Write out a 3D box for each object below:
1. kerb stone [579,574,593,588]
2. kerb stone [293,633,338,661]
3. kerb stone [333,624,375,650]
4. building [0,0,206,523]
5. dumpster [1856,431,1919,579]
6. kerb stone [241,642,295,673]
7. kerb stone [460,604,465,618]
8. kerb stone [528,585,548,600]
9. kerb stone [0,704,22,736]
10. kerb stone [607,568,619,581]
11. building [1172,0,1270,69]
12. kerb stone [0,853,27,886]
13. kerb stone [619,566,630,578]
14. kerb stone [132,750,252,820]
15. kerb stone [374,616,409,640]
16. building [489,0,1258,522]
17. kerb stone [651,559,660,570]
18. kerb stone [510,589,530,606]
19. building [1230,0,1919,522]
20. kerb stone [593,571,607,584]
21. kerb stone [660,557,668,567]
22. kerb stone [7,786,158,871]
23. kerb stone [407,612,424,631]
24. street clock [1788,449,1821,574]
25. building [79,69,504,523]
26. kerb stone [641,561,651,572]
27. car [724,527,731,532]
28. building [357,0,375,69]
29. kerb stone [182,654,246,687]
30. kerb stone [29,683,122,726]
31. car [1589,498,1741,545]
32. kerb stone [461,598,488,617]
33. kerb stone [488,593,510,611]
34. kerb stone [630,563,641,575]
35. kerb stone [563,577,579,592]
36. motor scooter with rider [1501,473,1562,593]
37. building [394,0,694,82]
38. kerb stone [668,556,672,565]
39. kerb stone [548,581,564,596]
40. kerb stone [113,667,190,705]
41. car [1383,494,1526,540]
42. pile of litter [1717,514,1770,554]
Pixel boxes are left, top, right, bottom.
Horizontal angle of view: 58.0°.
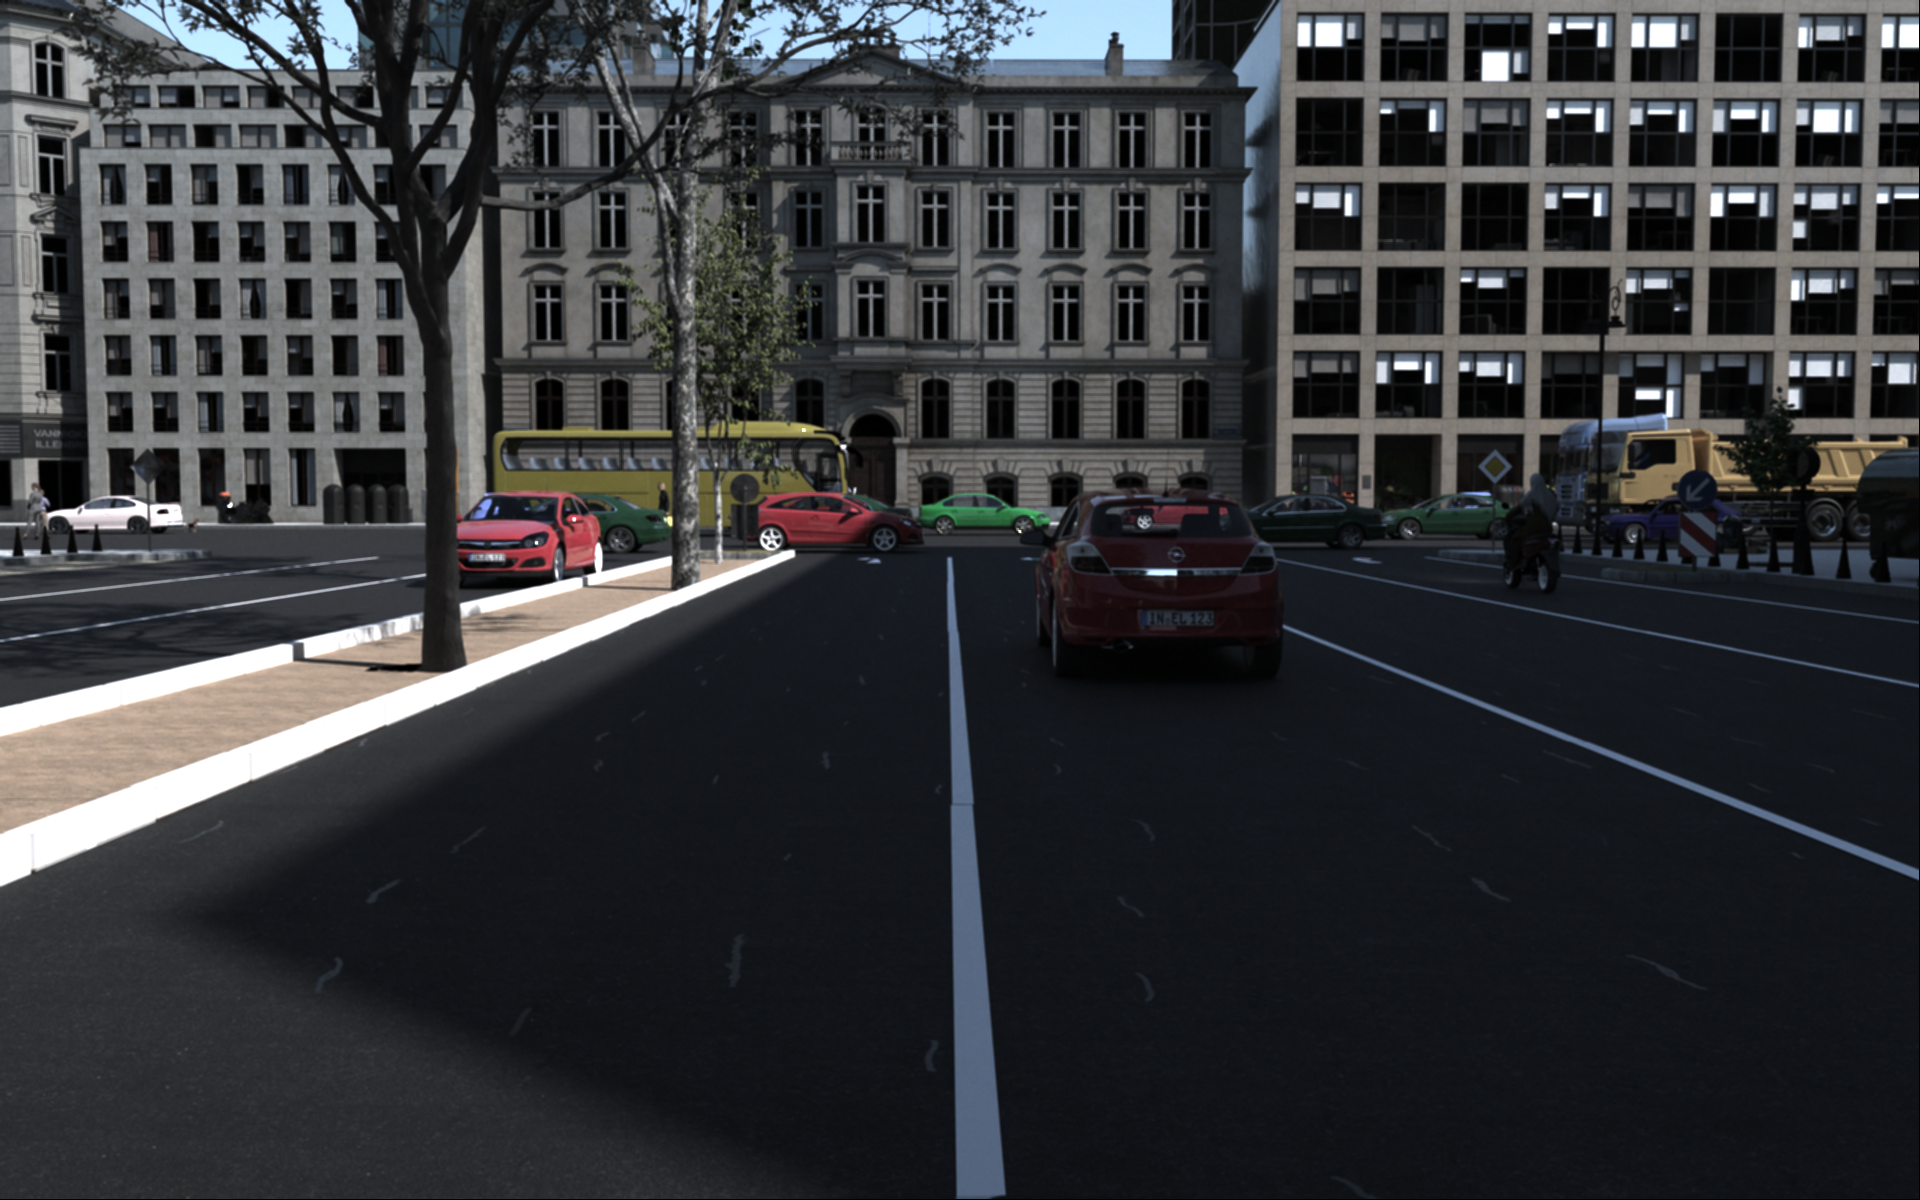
[{"bbox_3d":[-5.838,-0.269,26.600,0.120,0.150,1.000,0,4,0],"label":"kerb stone"},{"bbox_3d":[-5.743,0.424,15.256,0.120,0.150,1.000,0,4,0],"label":"kerb stone"},{"bbox_3d":[-5.751,0.362,16.283,0.120,0.150,1.000,0,4,0],"label":"kerb stone"},{"bbox_3d":[-60.725,-18.794,83.690,44.131,29.872,17.030,0,4,0],"label":"building"},{"bbox_3d":[14.366,-1.400,25.377,1.502,2.255,1.985,0,4,0],"label":"dumpster"},{"bbox_3d":[-5.731,0.488,14.229,0.120,0.150,1.000,0,4,0],"label":"kerb stone"},{"bbox_3d":[-5.769,0.178,19.376,0.120,0.150,1.000,0,4,0],"label":"kerb stone"},{"bbox_3d":[-5.807,-0.080,23.505,0.120,0.150,1.000,0,4,0],"label":"kerb stone"},{"bbox_3d":[-5.703,0.743,10.114,0.120,0.150,1.000,0,4,0],"label":"kerb stone"},{"bbox_3d":[-5.845,-0.393,28.661,0.120,0.150,1.000,0,4,0],"label":"kerb stone"},{"bbox_3d":[28.069,-43.773,153.932,20.563,71.187,20.611,0,4,0],"label":"building"},{"bbox_3d":[-3.561,0.989,6.030,0.120,0.150,1.000,0,4,0],"label":"kerb stone"},{"bbox_3d":[-5.858,-0.456,29.697,0.120,0.150,1.000,0,4,0],"label":"kerb stone"},{"bbox_3d":[-3.586,0.862,8.097,0.120,0.150,1.000,0,4,0],"label":"kerb stone"},{"bbox_3d":[-5.754,0.301,17.322,0.120,0.150,1.000,0,4,0],"label":"kerb stone"},{"bbox_3d":[-4.013,-16.183,83.678,34.723,24.649,14.460,0,4,0],"label":"building"},{"bbox_3d":[-5.879,-0.647,32.781,0.120,0.150,1.000,0,4,0],"label":"kerb stone"},{"bbox_3d":[-5.794,-0.017,22.465,0.120,0.150,1.000,0,4,0],"label":"kerb stone"},{"bbox_3d":[31.060,-17.248,86.515,34.151,26.468,19.350,0,4,0],"label":"building"},{"bbox_3d":[-5.837,-0.332,27.627,0.120,0.150,1.000,0,4,0],"label":"kerb stone"},{"bbox_3d":[-5.886,-0.711,33.815,0.120,0.150,1.000,0,4,0],"label":"kerb stone"},{"bbox_3d":[-3.573,0.928,7.070,0.120,0.150,1.000,0,4,0],"label":"kerb stone"},{"bbox_3d":[-5.762,0.235,18.349,0.120,0.150,1.000,0,4,0],"label":"kerb stone"},{"bbox_3d":[13.545,-1.423,27.841,0.358,2.002,0.471,-1,4,-15],"label":"street clock"},{"bbox_3d":[-30.209,-13.867,81.485,16.860,20.320,10.420,0,4,0],"label":"building"},{"bbox_3d":[-5.863,-0.585,31.754,0.120,0.150,1.000,0,4,0],"label":"kerb stone"},{"bbox_3d":[-7.237,-3.432,65.902,4.222,1.686,2.009,0,4,-1],"label":"car"},{"bbox_3d":[-37.287,-32.379,149.006,23.786,49.044,30.456,0,4,0],"label":"building"},{"bbox_3d":[-5.725,0.550,13.202,0.120,0.150,1.000,0,4,0],"label":"kerb stone"},{"bbox_3d":[-5.707,0.678,11.141,0.120,0.150,1.000,0,4,0],"label":"kerb stone"},{"bbox_3d":[20.164,-2.262,49.566,3.894,1.354,1.945,0,4,-1],"label":"car"},{"bbox_3d":[-5.784,0.110,20.403,0.120,0.150,1.000,0,4,0],"label":"kerb stone"},{"bbox_3d":[-5.792,0.046,21.438,0.120,0.150,1.000,0,4,0],"label":"kerb stone"},{"bbox_3d":[-5.860,-0.522,30.724,0.120,0.150,1.000,0,4,0],"label":"kerb stone"},{"bbox_3d":[-5.825,-0.206,25.559,0.120,0.150,1.000,0,4,0],"label":"kerb stone"},{"bbox_3d":[8.504,-1.022,25.667,0.876,1.779,1.986,0,4,-2],"label":"motor scooter with rider"},{"bbox_3d":[-40.825,-34.303,180.468,30.456,49.044,23.786,0,4,0],"label":"building"},{"bbox_3d":[-5.892,-0.773,34.842,0.120,0.150,1.000,0,4,0],"label":"kerb stone"},{"bbox_3d":[-5.816,-0.137,24.532,0.120,0.150,1.000,0,4,0],"label":"kerb stone"},{"bbox_3d":[-5.709,0.613,12.175,0.120,0.150,1.000,0,4,0],"label":"kerb stone"},{"bbox_3d":[15.460,-2.631,54.820,4.920,1.459,2.131,0,4,1],"label":"car"},{"bbox_3d":[16.930,-1.434,37.412,1.719,0.858,1.176,-1,4,-12],"label":"pile of litter"}]
